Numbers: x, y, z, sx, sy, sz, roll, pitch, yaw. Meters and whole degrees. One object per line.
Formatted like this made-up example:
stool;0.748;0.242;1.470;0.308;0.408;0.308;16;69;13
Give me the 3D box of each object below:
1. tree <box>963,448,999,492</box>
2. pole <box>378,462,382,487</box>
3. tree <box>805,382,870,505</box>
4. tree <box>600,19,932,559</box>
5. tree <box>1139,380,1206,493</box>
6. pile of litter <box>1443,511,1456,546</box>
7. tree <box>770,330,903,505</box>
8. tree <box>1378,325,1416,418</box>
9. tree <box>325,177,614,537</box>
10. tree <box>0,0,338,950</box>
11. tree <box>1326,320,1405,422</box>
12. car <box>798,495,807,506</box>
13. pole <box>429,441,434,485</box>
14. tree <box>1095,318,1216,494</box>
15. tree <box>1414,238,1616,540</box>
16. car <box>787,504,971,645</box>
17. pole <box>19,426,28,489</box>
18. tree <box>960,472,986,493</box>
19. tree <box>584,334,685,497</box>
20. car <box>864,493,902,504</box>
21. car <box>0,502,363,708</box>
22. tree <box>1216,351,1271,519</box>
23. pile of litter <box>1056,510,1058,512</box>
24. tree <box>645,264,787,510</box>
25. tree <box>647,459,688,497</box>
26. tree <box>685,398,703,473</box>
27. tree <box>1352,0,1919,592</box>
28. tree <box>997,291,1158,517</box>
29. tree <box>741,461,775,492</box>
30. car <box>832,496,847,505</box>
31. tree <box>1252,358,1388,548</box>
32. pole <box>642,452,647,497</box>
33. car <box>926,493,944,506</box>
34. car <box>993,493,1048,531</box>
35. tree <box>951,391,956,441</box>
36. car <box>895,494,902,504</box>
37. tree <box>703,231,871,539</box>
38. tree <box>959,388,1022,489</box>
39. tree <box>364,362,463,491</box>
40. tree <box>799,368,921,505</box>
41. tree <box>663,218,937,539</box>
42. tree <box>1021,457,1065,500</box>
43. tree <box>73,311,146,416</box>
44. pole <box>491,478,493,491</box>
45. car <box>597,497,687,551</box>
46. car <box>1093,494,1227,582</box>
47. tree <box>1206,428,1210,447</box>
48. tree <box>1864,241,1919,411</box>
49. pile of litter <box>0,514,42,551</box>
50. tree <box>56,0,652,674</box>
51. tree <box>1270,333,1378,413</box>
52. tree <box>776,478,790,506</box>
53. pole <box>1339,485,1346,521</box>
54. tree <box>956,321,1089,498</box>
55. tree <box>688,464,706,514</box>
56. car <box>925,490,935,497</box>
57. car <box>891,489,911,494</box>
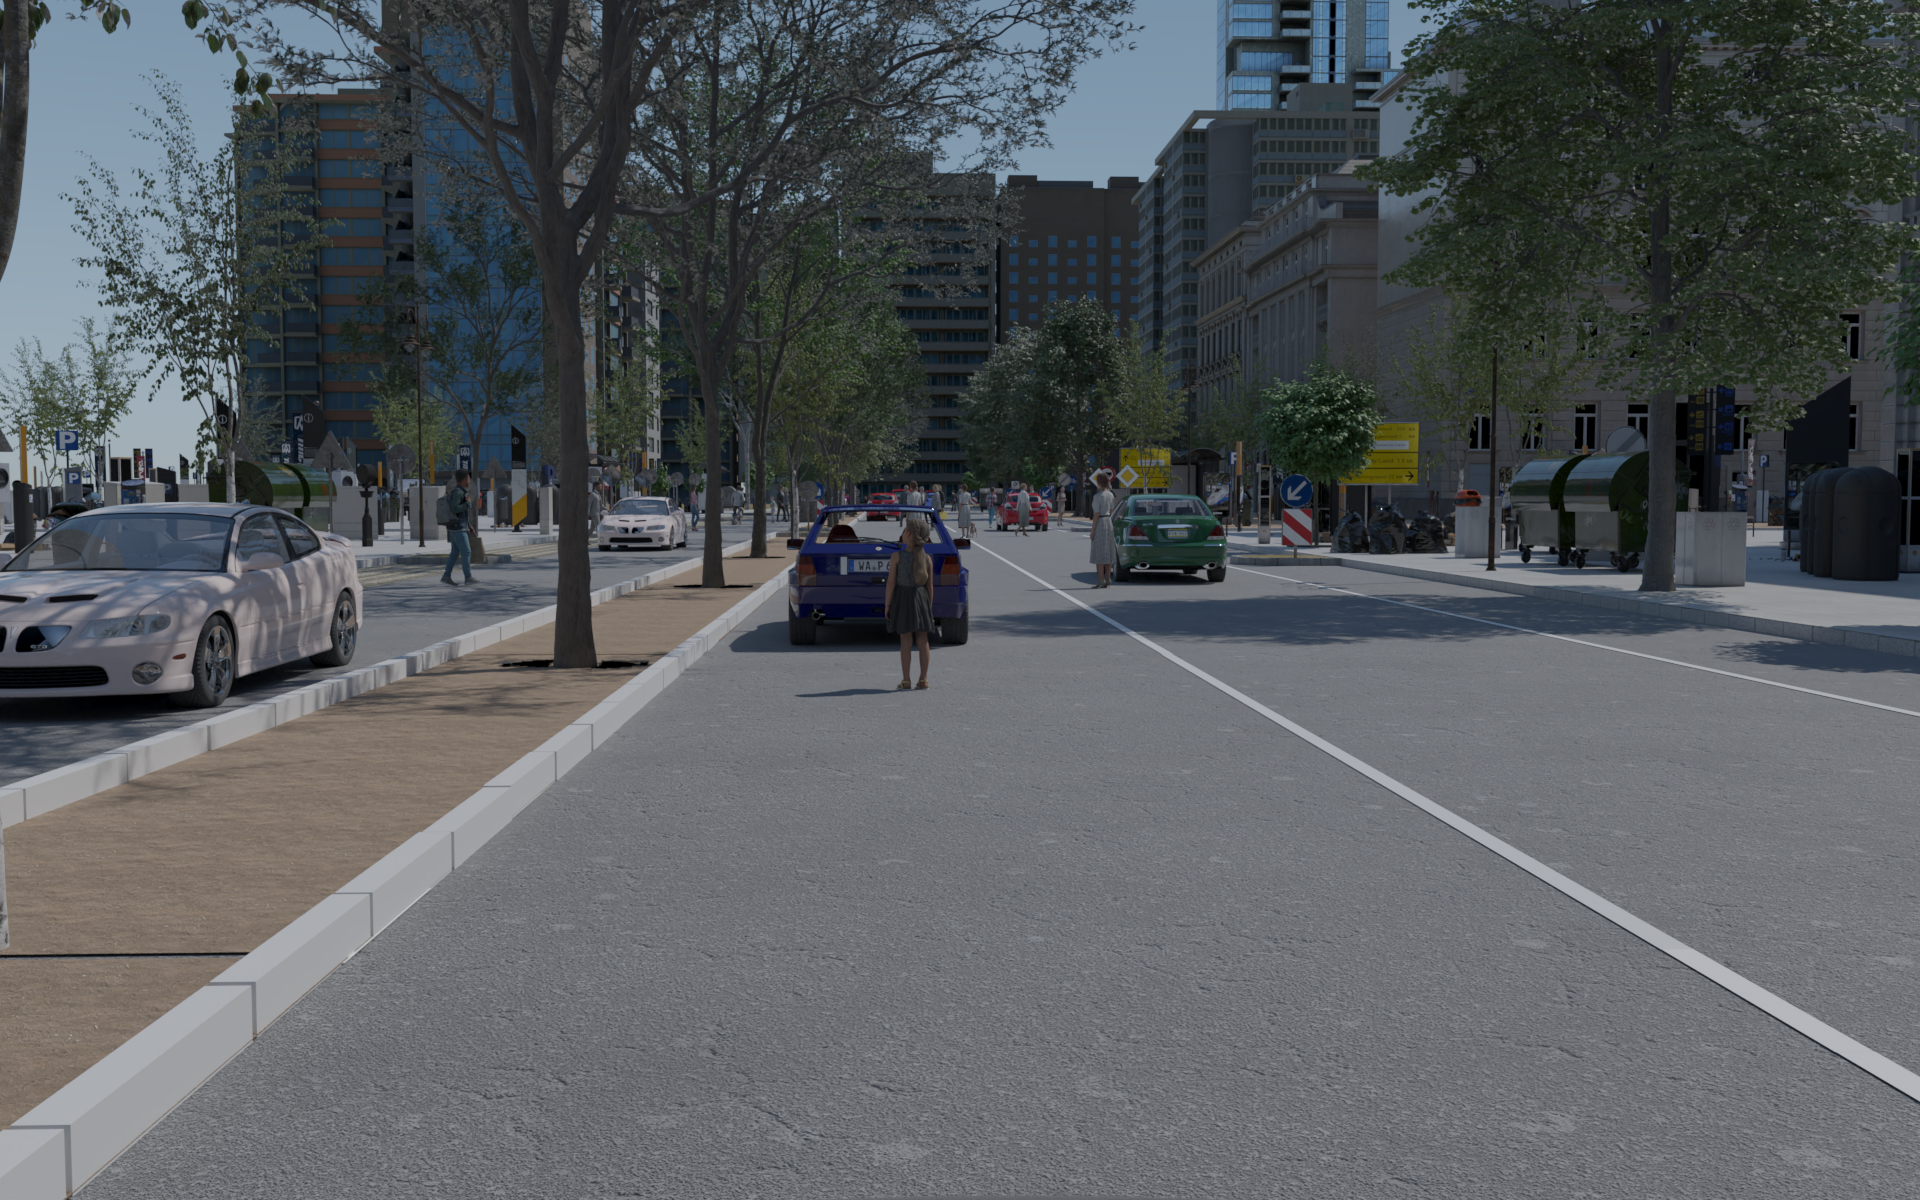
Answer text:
tree;2.656;-14.106;180.999;4.737;8.622;4.395;0;3;0
pole;-36.770;-7.095;109.840;0.158;3.312;0.155;0;3;0
tree;-6.208;-8.483;91.508;4.360;8.622;3.978;0;3;0
tree;-4.349;-6.714;37.981;9.928;11.665;9.643;0;3;0
tree;13.106;-9.891;112.076;4.360;8.622;3.978;0;3;0
pile of litter;12.087;-1.775;42.992;1.176;0.858;1.719;-1;4;-21
tree;-6.866;-10.813;97.378;7.486;12.596;7.792;0;3;0
tree;15.137;-6.247;52.506;4.737;8.622;4.395;0;3;0
tree;-14.548;-7.149;51.299;8.767;10.594;7.601;-1;4;-11
tree;-3.096;-3.216;5.402;4.360;8.622;3.978;0;3;0
tree;17.004;-7.573;74.174;4.360;8.622;3.978;0;3;0
car;-16.413;-10.144;178.434;1.945;1.354;3.894;0;4;-3
pole;-20.177;-4.427;66.222;0.158;3.312;0.155;0;3;0
tree;7.703;-7.436;71.941;4.737;8.622;4.395;0;3;0
tree;15.500;-5.948;47.618;4.737;8.622;4.395;0;3;0
car;-0.835;-0.321;17.834;1.945;1.354;3.894;0;4;-3
pole;-27.973;-3.543;51.772;0.158;3.312;0.155;0;3;0
tree;1.720;-14.225;216.289;4.285;4.588;4.351;0;3;0
tree;-15.200;-7.859;78.861;4.737;8.622;4.395;0;3;0
car;-4.056;-5.090;92.265;2.155;1.783;4.494;0;4;-1
car;-5.978;-0.044;13.080;2.083;1.381;4.827;0;4;-3
tree;14.690;-8.441;88.376;4.737;8.622;4.395;0;3;0
pile of litter;6.440;-6.860;126.129;1.176;0.858;1.719;-2;4;-28
tree;-18.509;-17.356;139.665;12.611;20.169;13.585;0;3;0
tree;-16.002;-6.027;93.137;1.663;3.219;1.824;0;3;0
tree;-19.221;-10.969;129.703;4.737;8.622;4.395;0;3;0
tree;9.195;-6.416;23.033;7.486;12.596;7.792;0;3;0
tree;6.738;-11.092;98.355;9.611;12.733;9.660;0;3;0
tree;-18.245;-10.545;156.126;4.285;4.588;4.351;0;3;0
car;-14.010;-11.658;202.966;2.083;1.381;4.827;0;4;-4
tree;8.739;-3.566;42.022;4.285;4.588;4.351;0;3;0
pole;-15.320;-5.520;84.098;0.158;3.312;0.155;0;3;0
car;-2.294;-8.812;153.660;1.945;1.707;3.694;0;4;-3
car;2.406;-3.597;67.859;2.155;1.783;4.494;0;4;-3
tree;4.098;-15.451;159.278;9.857;13.997;8.962;0;3;0
car;-4.029;-5.686;104.758;2.131;1.459;4.920;0;4;-4
tree;-4.461;-5.771;47.177;4.737;8.622;4.395;0;3;0
tree;3.775;-15.572;172.726;7.486;12.596;7.792;0;3;0
tree;-31.293;-8.968;96.984;4.737;8.622;4.395;0;3;0
tree;-7.444;-12.162;118.312;9.611;12.733;9.660;0;3;0
tree;-5.066;-7.125;53.356;8.767;10.594;7.601;0;4;-2
tree;5.919;-8.462;122.073;4.285;4.588;4.351;0;3;0
tree;-34.701;-7.276;69.318;4.737;8.622;4.395;0;3;0
pole;-33.147;-7.886;122.785;0.158;3.312;0.155;0;3;0
car;-8.237;-2.009;45.208;2.083;1.381;4.827;0;4;-2
car;3.397;-1.095;29.701;2.131;1.459;4.920;0;4;-1
tree;15.828;-10.575;123.268;4.360;8.622;3.978;0;3;0
tree;10.284;-1.999;16.393;4.285;4.588;4.351;0;3;0
pile of litter;-21.398;-1.562;39.509;1.719;0.858;1.176;1;4;19
tree;-3.141;-6.173;13.748;12.009;13.543;11.850;0;3;0
tree;17.383;-7.901;79.539;4.737;8.622;4.395;0;3;0
tree;-19.513;-12.090;192.273;1.663;3.219;1.824;0;3;0
pole;11.468;-3.550;51.885;0.158;3.312;0.155;0;3;0
tree;5.302;-13.590;128.849;9.857;13.997;8.962;0;3;0
tree;-16.891;-7.149;111.486;1.663;3.219;1.824;0;3;0
car;-2.677;-9.830;169.386;2.281;1.827;5.304;0;4;-1
car;-4.501;-7.650;133.758;2.281;1.827;5.304;0;4;0
